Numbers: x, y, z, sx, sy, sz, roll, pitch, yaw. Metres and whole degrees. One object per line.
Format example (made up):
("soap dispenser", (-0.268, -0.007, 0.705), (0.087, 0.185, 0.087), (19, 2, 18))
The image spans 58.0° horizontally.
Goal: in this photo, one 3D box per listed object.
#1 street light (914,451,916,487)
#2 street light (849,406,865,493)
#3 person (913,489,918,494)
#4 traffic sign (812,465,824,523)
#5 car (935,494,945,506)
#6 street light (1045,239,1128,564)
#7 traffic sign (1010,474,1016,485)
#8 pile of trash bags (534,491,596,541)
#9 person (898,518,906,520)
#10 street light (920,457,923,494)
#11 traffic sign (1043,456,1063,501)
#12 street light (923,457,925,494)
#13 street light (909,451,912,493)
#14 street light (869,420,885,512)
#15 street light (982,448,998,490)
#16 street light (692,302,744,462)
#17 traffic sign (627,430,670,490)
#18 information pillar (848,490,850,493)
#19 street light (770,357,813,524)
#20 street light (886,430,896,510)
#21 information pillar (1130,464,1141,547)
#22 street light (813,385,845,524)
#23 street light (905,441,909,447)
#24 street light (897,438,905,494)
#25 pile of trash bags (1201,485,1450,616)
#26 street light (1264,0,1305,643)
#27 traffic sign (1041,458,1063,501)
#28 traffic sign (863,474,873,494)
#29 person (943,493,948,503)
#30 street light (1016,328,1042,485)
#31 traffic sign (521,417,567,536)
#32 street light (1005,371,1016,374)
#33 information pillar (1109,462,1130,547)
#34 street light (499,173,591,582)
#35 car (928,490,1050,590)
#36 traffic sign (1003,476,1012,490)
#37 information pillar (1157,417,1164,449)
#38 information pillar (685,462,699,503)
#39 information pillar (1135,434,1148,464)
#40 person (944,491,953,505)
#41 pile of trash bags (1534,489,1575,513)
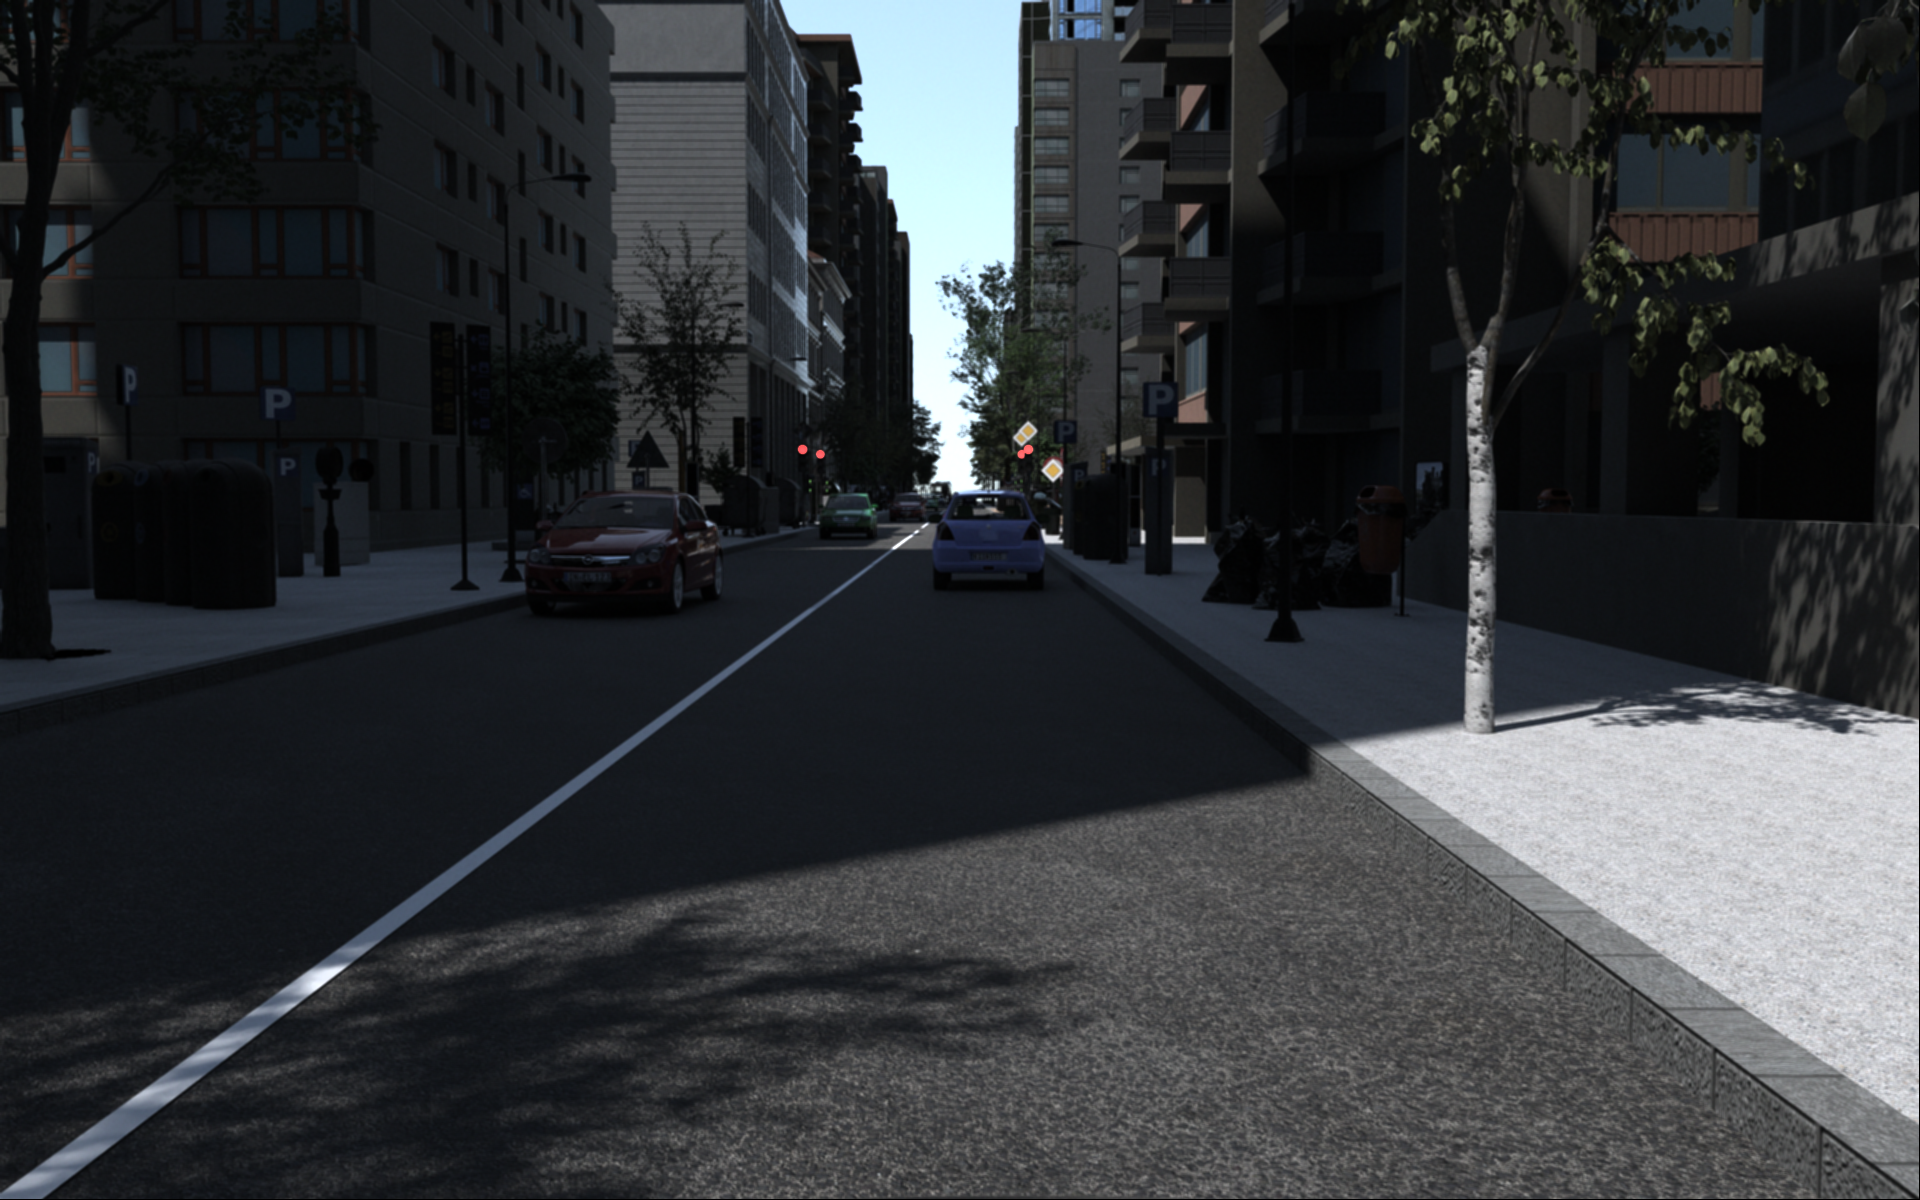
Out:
("street light", (-5.372, -12.991, 184.951), (1.470, 5.913, 1.316), (0, 4, 0))
("street light", (-5.767, -7.297, 91.848), (1.470, 5.913, 1.316), (0, 4, 0))
("person", (-3.822, -8.521, 147.794), (0.580, 1.828, 0.573), (2, 4, 28))
("traffic sign", (-6.331, -4.681, 76.537), (0.884, 2.594, 0.081), (0, 4, 3))
("car", (-2.714, -12.030, 208.695), (2.014, 1.417, 4.499), (0, 4, -1))
("street light", (2.368, -3.621, 31.749), (1.470, 5.913, 1.316), (0, 4, 0))
("traffic sign", (3.132, -5.794, 94.840), (0.768, 2.556, 0.104), (1, 4, 9))
("pile of trash bags", (-10.216, -2.215, 45.974), (1.912, 1.369, 3.447), (-2, 4, -30))
("person", (-3.166, -5.022, 94.884), (0.640, 1.303, 0.475), (2, 4, 35))
("street light", (-5.318, -14.018, 201.734), (1.470, 5.913, 1.316), (0, 4, 0))
("traffic sign", (3.156, -3.547, 58.095), (0.768, 2.556, 0.104), (1, 4, 9))
("street light", (-5.158, -16.028, 234.592), (1.470, 5.913, 1.316), (0, 4, 0))
("street light", (-5.511, -11.965, 168.168), (1.470, 5.913, 1.316), (0, 4, 0))
("street light", (-5.648, -8.324, 108.631), (1.470, 5.913, 1.316), (0, 4, 0))
("street light", (2.886, -12.337, 174.254), (1.470, 5.913, 1.316), (0, 4, 0))
("street light", (-5.913, -4.247, 41.984), (1.470, 5.913, 1.316), (0, 4, 0))
("traffic sign", (-6.351, -2.157, 35.267), (0.884, 2.594, 0.081), (0, 4, 2))
("information pillar", (-8.257, -8.516, 130.590), (0.183, 3.616, 0.504), (3, 5, 43))
("street light", (-5.888, -5.283, 58.912), (1.470, 5.913, 1.316), (0, 4, 0))
("street light", (-5.557, -9.350, 125.414), (1.470, 5.913, 1.316), (0, 4, 0))
("information pillar", (4.244, -2.310, 42.254), (0.304, 2.012, 0.304), (0, 4, -4))
("street light", (-5.830, -6.216, 74.180), (1.470, 5.913, 1.316), (0, 4, 0))
("street light", (-5.434, -10.938, 151.384), (1.470, 5.913, 1.316), (0, 4, 0))
("street light", (-5.505, -10.383, 142.309), (1.470, 5.913, 1.316), (0, 4, 0))
("pile of trash bags", (4.109, -0.598, 19.535), (1.912, 1.369, 3.447), (-1, 4, -13))
("street light", (2.294, -2.595, 14.966), (1.470, 5.913, 1.316), (0, 4, 0))
("traffic sign", (2.997, -3.344, 55.861), (0.795, 2.450, 0.064), (0, 4, 3))
("traffic sign", (-6.022, -6.827, 111.626), (0.884, 2.594, 0.081), (0, 4, 7))
("person", (-1.854, -12.970, 222.029), (0.593, 1.643, 0.415), (-3, 5, -44))
("street light", (2.396, -4.649, 48.545), (1.470, 5.913, 1.316), (0, 4, 0))
("traffic sign", (-6.915, -1.756, 28.815), (0.768, 2.556, 0.104), (0, 4, 2))
("street light", (2.418, -5.692, 65.604), (1.470, 5.913, 1.316), (0, 4, 0))
("information pillar", (3.641, -2.166, 39.907), (0.304, 2.012, 0.304), (-2, 4, -33))
("street light", (-6.028, -3.221, 25.201), (1.470, 5.913, 1.316), (0, 4, 0))
("car", (0.454, -1.079, 27.239), (1.945, 1.707, 3.694), (0, 4, 1))
("traffic sign", (3.153, -6.839, 111.917), (0.768, 2.556, 0.104), (1, 4, 10))
("information pillar", (4.597, -2.962, 39.780), (0.183, 3.616, 0.504), (1, 4, 18))
("information pillar", (-6.060, -2.126, 39.254), (0.304, 2.012, 0.304), (0, 4, -7))
("information pillar", (7.042, -4.637, 67.173), (0.504, 3.616, 0.183), (0, 4, -7))
("person", (-1.048, -9.813, 169.619), (1.217, 1.739, 0.721), (-2, 4, -33))
("pile of trash bags", (8.657, -1.182, 29.071), (3.447, 1.369, 1.912), (-1, 4, -10))
